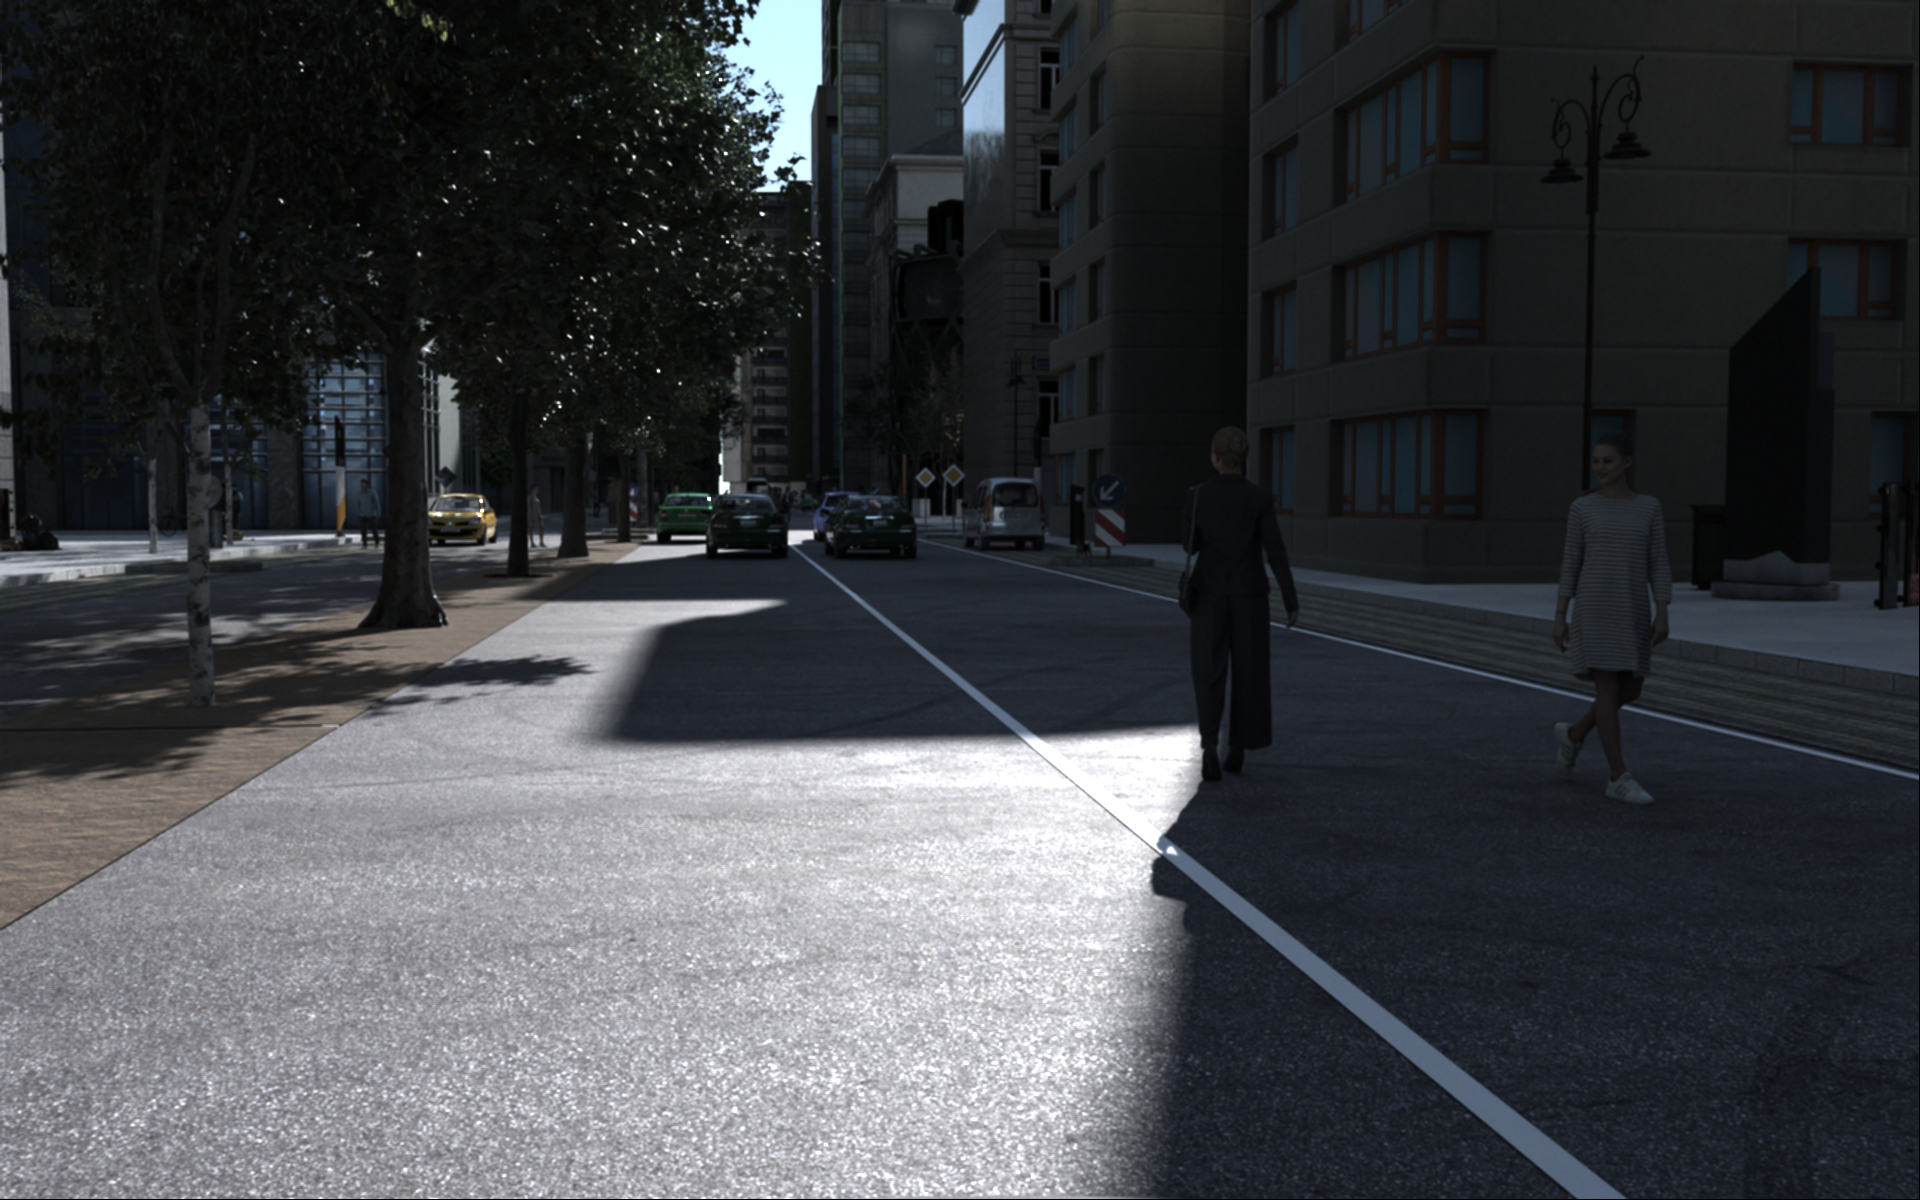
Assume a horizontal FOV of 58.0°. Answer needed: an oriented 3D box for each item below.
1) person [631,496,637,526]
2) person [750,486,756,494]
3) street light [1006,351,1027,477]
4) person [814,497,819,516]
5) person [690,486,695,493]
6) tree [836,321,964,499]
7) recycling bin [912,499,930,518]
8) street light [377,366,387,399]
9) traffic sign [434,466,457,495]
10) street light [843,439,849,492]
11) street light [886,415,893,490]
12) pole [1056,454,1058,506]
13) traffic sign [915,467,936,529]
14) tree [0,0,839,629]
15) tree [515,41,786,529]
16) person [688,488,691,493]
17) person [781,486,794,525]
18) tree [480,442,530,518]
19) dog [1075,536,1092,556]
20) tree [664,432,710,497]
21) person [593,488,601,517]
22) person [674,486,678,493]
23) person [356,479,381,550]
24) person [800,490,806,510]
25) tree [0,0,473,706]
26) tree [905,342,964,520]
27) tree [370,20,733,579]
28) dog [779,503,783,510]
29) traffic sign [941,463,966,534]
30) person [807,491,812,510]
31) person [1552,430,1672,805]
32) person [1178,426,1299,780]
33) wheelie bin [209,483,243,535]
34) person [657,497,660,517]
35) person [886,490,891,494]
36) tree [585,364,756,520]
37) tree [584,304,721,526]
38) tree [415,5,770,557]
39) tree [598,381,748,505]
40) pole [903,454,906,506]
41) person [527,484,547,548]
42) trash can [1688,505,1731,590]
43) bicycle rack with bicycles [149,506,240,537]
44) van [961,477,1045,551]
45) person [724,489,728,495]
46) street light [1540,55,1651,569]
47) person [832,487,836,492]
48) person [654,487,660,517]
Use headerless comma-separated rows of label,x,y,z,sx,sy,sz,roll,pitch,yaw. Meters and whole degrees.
person,-14.606,-4.251,78.102,0.616,1.811,0.778,-2,4,-32
person,-9.637,-4.439,81.180,0.767,1.812,0.694,1,4,17
street light,1.806,-5.091,56.029,0.468,5.910,1.993,0,4,-8
person,-9.383,-6.105,112.997,0.332,1.250,0.352,0,4,5
person,-11.287,-3.943,73.243,0.678,1.792,0.850,-2,4,-28
tree,-2.500,-9.769,94.134,8.767,10.594,7.601,-1,4,-9
recycling bin,-2.096,-4.926,93.100,0.722,1.027,0.722,-3,5,-41
street light,-20.459,-5.456,61.986,0.468,5.910,1.993,0,4,-8
traffic sign,-18.369,-3.562,61.876,0.795,2.450,0.064,0,4,-8
street light,-9.186,-10.136,138.515,0.468,5.910,1.993,0,4,-8
street light,-4.175,-7.852,101.162,0.468,5.910,1.993,0,4,-8
pole,3.661,-4.307,64.255,0.158,3.312,0.155,0,3,0
traffic sign,-1.276,-3.700,64.145,0.795,2.450,0.064,0,4,-8
tree,-6.015,-6.060,18.551,9.611,12.733,9.660,0,3,0
tree,-13.590,-12.762,67.005,12.611,20.169,13.585,0,3,0
person,-15.577,-5.565,99.827,0.374,1.781,0.599,2,4,28
person,-8.143,-4.451,81.464,0.721,1.800,0.419,1,4,12
tree,-25.061,-6.733,93.799,4.285,4.588,4.351,0,3,0
dog,2.706,-1.134,37.825,0.406,0.507,0.540,0,4,-2
tree,-18.453,-9.841,113.712,4.737,8.622,4.395,0,3,0
person,-22.314,-5.975,106.375,0.473,1.802,0.592,2,4,25
person,-10.778,-3.392,64.638,0.598,1.740,0.731,1,4,22
person,-15.229,-2.210,44.652,0.660,1.820,0.620,0,4,2
person,-14.173,-9.068,156.758,0.705,1.824,1.348,2,4,23
tree,-5.159,-3.598,11.654,4.360,8.622,3.978,0,3,0
tree,-0.784,-8.220,84.754,4.360,8.622,3.978,0,3,0
tree,-7.467,-6.184,29.314,9.928,11.665,9.643,0,3,0
dog,-13.121,-6.610,124.904,0.800,0.831,0.513,0,4,1
traffic sign,-0.212,-3.216,56.231,0.795,2.450,0.064,0,4,-8
person,-13.847,-9.088,158.026,0.436,1.711,0.756,-3,4,-38
person,3.078,0.059,8.292,0.466,1.731,0.760,-1,4,-20
person,1.393,0.009,8.773,0.576,1.772,0.534,0,4,-6
wheelie bin,-20.825,-2.525,49.194,0.693,1.594,0.980,3,5,42
person,-18.840,-5.829,108.476,0.373,1.253,0.362,0,4,-5
person,-2.908,-3.643,69.871,0.330,1.601,0.589,-1,4,-16
tree,-16.280,-11.128,94.766,12.009,13.543,11.850,0,3,0
tree,-13.986,-9.593,77.429,7.486,12.596,7.792,0,3,0
tree,-8.830,-7.952,39.123,9.857,13.997,8.962,0,3,0
tree,-14.606,-9.066,85.104,8.767,10.594,7.601,0,4,-8
pole,-2.863,-5.816,88.941,0.158,3.312,0.155,0,3,0
person,-11.379,-2.251,46.304,0.522,1.701,0.512,1,4,20
trash can,10.144,-0.707,23.206,0.748,1.137,0.748,0,3,0
bicycle rack with bicycles,-22.873,-2.379,52.279,2.852,0.926,2.925,1,4,15
van,1.102,-2.325,45.030,2.013,2.044,4.112,0,4,-8
person,-19.321,-8.296,144.013,0.599,1.838,0.709,1,4,23
street light,6.852,-2.818,18.860,0.468,5.910,1.993,0,4,-8
person,-5.789,-4.322,79.588,0.576,1.772,0.534,0,4,3
person,-18.884,-6.031,106.960,0.661,1.843,0.795,-2,4,-27
